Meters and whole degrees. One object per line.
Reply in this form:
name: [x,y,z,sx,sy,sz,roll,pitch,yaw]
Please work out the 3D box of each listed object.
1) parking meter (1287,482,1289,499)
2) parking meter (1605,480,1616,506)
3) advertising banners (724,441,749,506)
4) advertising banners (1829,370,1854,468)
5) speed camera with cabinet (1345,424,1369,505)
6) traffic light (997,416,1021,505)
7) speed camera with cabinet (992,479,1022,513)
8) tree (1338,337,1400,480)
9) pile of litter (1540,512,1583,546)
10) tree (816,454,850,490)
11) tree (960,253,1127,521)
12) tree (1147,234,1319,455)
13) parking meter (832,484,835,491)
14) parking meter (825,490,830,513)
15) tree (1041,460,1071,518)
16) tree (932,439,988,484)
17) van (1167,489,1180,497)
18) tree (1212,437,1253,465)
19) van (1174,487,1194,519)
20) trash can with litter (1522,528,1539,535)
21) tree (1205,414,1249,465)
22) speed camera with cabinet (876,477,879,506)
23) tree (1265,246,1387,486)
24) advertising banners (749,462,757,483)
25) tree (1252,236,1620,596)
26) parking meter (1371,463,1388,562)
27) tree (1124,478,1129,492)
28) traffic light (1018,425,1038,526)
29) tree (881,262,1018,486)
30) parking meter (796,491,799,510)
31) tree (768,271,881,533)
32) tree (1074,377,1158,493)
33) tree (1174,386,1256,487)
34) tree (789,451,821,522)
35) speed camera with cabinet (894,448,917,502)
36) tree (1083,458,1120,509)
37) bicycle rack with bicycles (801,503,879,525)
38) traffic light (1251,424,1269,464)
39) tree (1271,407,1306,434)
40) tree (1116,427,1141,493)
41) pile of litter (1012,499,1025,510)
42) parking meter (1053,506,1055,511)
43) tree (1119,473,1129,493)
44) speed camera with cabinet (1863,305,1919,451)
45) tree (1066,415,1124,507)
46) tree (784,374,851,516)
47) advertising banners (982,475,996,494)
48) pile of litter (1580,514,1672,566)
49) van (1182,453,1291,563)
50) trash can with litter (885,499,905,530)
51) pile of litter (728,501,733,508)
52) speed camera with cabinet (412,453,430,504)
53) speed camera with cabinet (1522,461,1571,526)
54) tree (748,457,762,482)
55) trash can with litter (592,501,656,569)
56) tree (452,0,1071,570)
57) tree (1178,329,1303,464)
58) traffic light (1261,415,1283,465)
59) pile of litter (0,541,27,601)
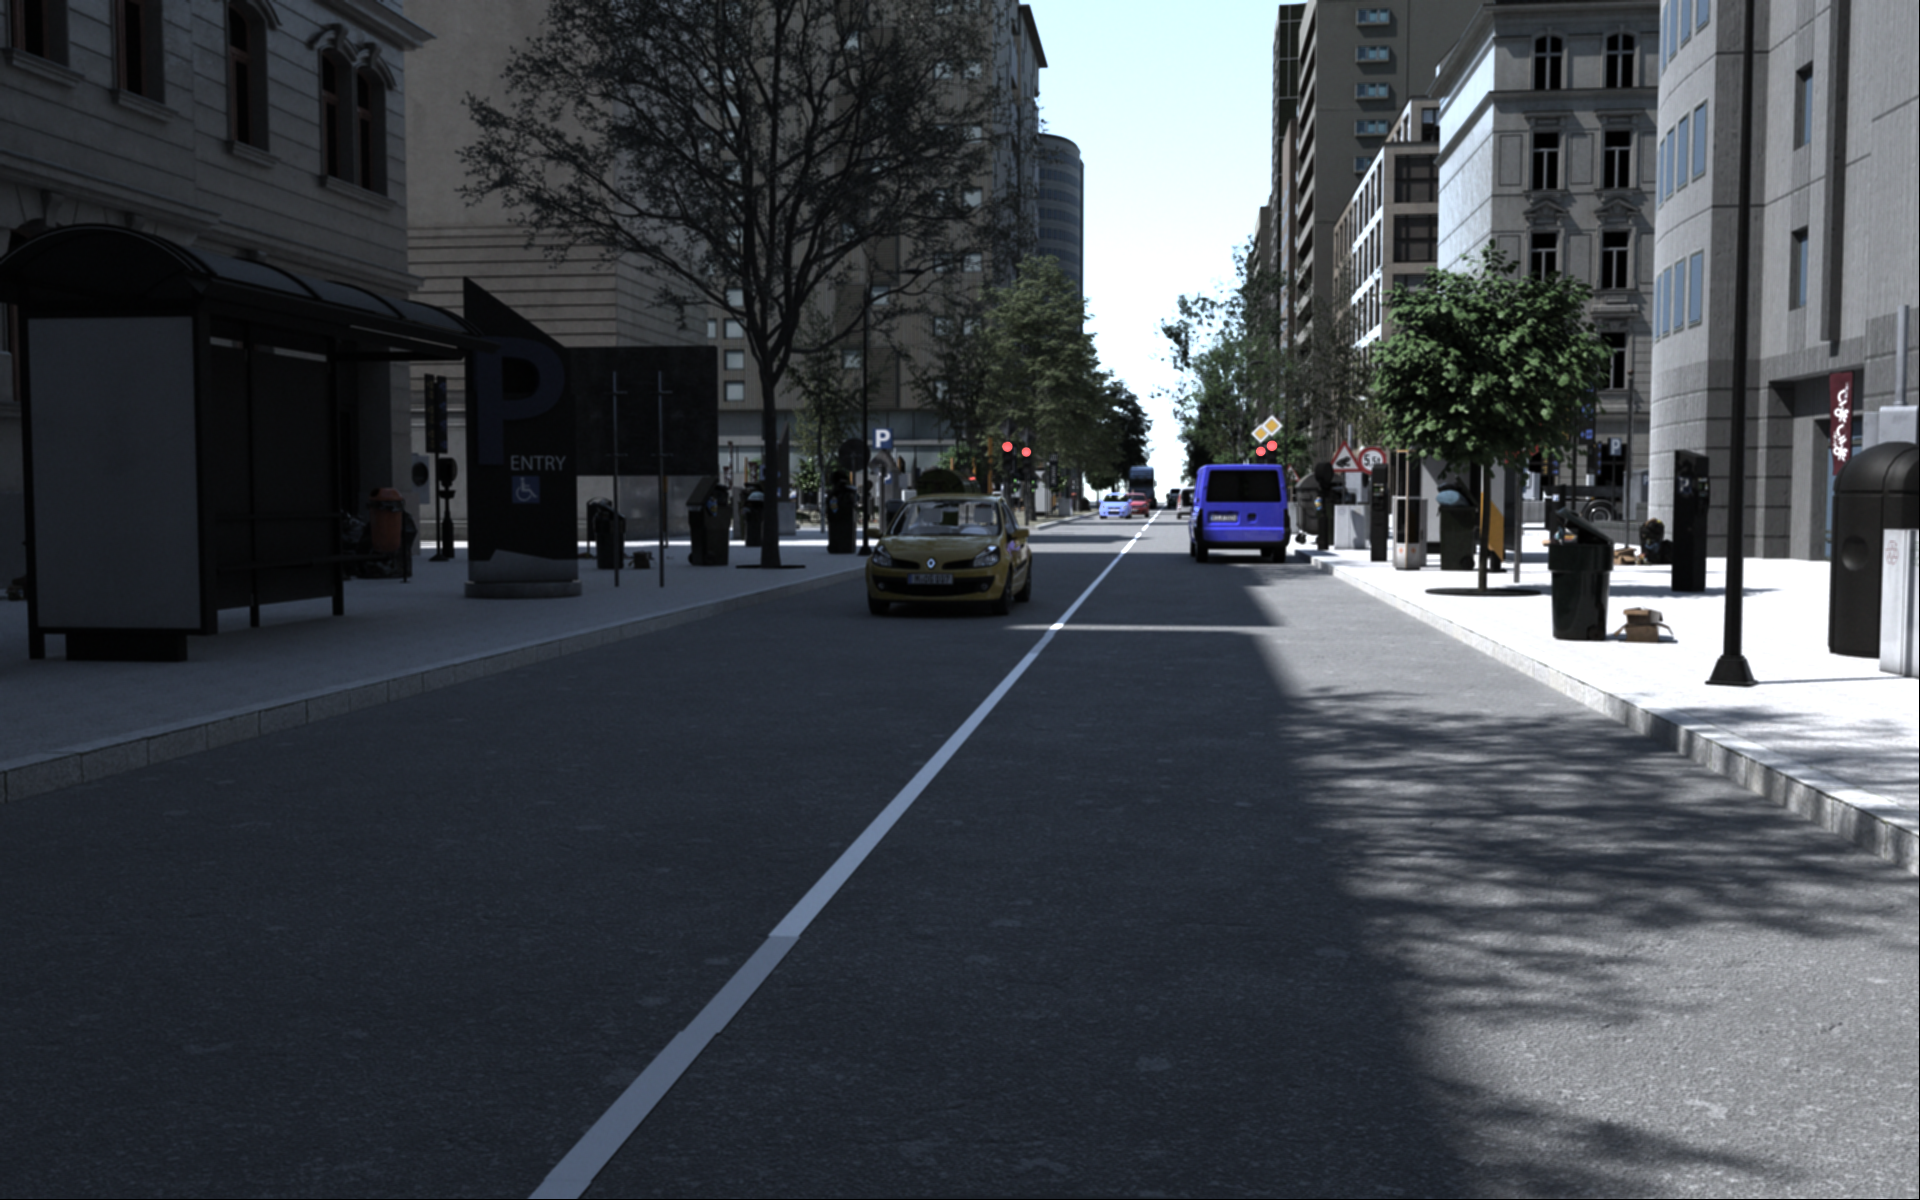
parking meter: [13.219,-3.986,70.888,0.399,1.863,0.255,3,4,37]
parking meter: [27.539,-4.134,73.303,0.399,1.863,0.255,3,5,43]
advertising banners: [-7.496,-3.791,58.171,0.090,3.025,2.074,1,4,9]
advertising banners: [12.674,-1.700,23.984,0.090,3.025,2.074,-1,4,-9]
speed camera with cabinet: [10.874,-3.310,48.448,0.660,3.252,2.038,2,4,30]
traffic light: [1.750,-4.494,62.399,0.839,4.253,0.868,0,4,7]
speed camera with cabinet: [3.185,-7.588,118.393,2.038,3.252,0.660,1,4,18]
tree: [19.712,-8.065,82.225,4.737,8.622,4.395,0,3,0]
pile of litter: [14.782,-1.729,42.240,1.176,0.858,1.719,2,4,23]
tree: [-10.270,-9.690,142.138,4.285,4.588,4.351,0,3,0]
tree: [3.622,-10.004,81.695,7.486,12.596,7.792,0,3,0]
tree: [20.359,-16.702,128.974,12.611,20.169,13.585,0,3,0]
parking meter: [-5.407,-4.283,75.736,0.399,1.863,0.255,-1,4,-11]
parking meter: [-8.552,-6.324,111.814,0.372,1.533,0.369,0,3,0]
tree: [5.316,-6.109,94.484,1.663,3.219,1.824,0,3,0]
tree: [0.068,-7.153,100.672,4.285,4.588,4.351,0,3,0]
van: [24.106,-11.479,192.060,2.240,2.365,5.245,0,4,5]
tree: [14.425,-5.753,77.768,4.285,4.588,4.351,0,3,0]
van: [13.375,-5.693,100.100,2.013,2.044,4.112,0,4,7]
trash can with litter: [17.090,-2.677,54.831,1.678,1.210,2.233,-2,4,-27]
tree: [23.615,-12.491,154.597,4.737,8.622,4.395,0,3,0]
speed camera with cabinet: [-6.177,-8.884,139.585,0.660,3.252,2.038,-1,4,-19]
tree: [11.099,-6.242,52.421,4.360,8.622,3.978,0,3,0]
advertising banners: [-10.509,-5.983,94.008,2.074,3.025,0.090,-2,4,-26]
tree: [6.718,-2.353,22.183,4.285,4.588,4.351,0,3,0]
parking meter: [7.982,-1.666,32.953,0.255,1.863,0.399,2,4,23]
tree: [24.616,-18.807,257.857,4.360,8.622,3.978,0,3,0]
traffic light: [2.734,-4.979,70.324,0.839,4.253,0.868,0,4,7]
tree: [0.086,-6.363,54.391,4.360,8.622,3.978,0,3,0]
parking meter: [-13.385,-8.302,141.450,0.399,1.863,0.255,-1,4,-20]
tree: [-4.242,-6.484,56.378,4.360,8.622,3.978,0,3,0]
tree: [16.588,-17.210,188.040,9.857,13.997,8.962,0,3,0]
tree: [26.923,-16.010,178.765,9.611,12.733,9.660,0,3,0]
tree: [-6.774,-5.154,78.871,1.663,3.219,1.824,0,3,0]
speed camera with cabinet: [-2.372,-4.842,73.501,0.660,3.252,2.038,-1,4,-18]
tree: [12.372,-10.311,152.294,4.285,4.588,4.351,0,3,0]
bicycle rack with bicycles: [-5.241,-3.630,72.728,2.925,0.926,2.852,-2,4,-33]
traffic light: [11.976,-4.910,69.198,0.839,4.253,0.868,0,4,7]
tree: [25.911,-11.523,138.755,4.737,8.622,4.395,0,3,0]
tree: [20.387,-17.593,222.062,7.601,10.594,8.767,0,4,-3]
pile of litter: [4.947,-7.785,141.251,1.719,0.858,1.176,2,4,27]
parking meter: [7.099,-7.801,133.256,0.399,1.863,0.255,2,4,35]
tree: [29.757,-21.243,297.686,4.737,8.622,4.395,0,3,0]
speed camera with cabinet: [10.558,-1.447,18.002,2.038,3.252,0.660,2,4,35]
tree: [10.138,-11.609,140.176,4.360,8.622,3.978,0,3,0]
tree: [-8.310,-9.316,102.676,4.737,8.622,4.395,0,3,0]
advertising banners: [2.114,-9.158,145.927,2.074,3.025,0.090,0,4,-2]
pile of litter: [12.393,-1.081,31.645,1.719,0.858,1.176,-1,4,-20]
van: [6.043,-2.050,37.904,2.240,2.365,5.245,0,4,6]
trash can with litter: [-1.465,-1.836,41.399,0.624,1.170,1.055,0,4,-8]
pile of litter: [-14.890,-6.029,112.537,1.719,0.858,1.176,3,5,43]
speed camera with cabinet: [-12.607,-2.687,38.269,0.660,3.252,2.038,1,4,23]
speed camera with cabinet: [23.919,-4.675,70.773,0.660,3.252,2.038,-3,5,-45]
tree: [-14.947,-9.215,134.374,4.285,4.588,4.351,0,3,0]
trash can with litter: [-5.784,-1.128,29.824,1.055,1.170,0.624,-1,4,-14]
tree: [-3.239,-7.284,29.467,12.009,13.543,11.850,0,3,0]
tree: [17.417,-11.128,107.706,9.928,11.665,9.643,0,3,0]
traffic light: [10.993,-4.425,61.273,0.839,4.253,0.868,0,4,7]
pile of litter: [-11.179,-0.451,21.334,1.719,0.858,1.176,0,4,-1]
